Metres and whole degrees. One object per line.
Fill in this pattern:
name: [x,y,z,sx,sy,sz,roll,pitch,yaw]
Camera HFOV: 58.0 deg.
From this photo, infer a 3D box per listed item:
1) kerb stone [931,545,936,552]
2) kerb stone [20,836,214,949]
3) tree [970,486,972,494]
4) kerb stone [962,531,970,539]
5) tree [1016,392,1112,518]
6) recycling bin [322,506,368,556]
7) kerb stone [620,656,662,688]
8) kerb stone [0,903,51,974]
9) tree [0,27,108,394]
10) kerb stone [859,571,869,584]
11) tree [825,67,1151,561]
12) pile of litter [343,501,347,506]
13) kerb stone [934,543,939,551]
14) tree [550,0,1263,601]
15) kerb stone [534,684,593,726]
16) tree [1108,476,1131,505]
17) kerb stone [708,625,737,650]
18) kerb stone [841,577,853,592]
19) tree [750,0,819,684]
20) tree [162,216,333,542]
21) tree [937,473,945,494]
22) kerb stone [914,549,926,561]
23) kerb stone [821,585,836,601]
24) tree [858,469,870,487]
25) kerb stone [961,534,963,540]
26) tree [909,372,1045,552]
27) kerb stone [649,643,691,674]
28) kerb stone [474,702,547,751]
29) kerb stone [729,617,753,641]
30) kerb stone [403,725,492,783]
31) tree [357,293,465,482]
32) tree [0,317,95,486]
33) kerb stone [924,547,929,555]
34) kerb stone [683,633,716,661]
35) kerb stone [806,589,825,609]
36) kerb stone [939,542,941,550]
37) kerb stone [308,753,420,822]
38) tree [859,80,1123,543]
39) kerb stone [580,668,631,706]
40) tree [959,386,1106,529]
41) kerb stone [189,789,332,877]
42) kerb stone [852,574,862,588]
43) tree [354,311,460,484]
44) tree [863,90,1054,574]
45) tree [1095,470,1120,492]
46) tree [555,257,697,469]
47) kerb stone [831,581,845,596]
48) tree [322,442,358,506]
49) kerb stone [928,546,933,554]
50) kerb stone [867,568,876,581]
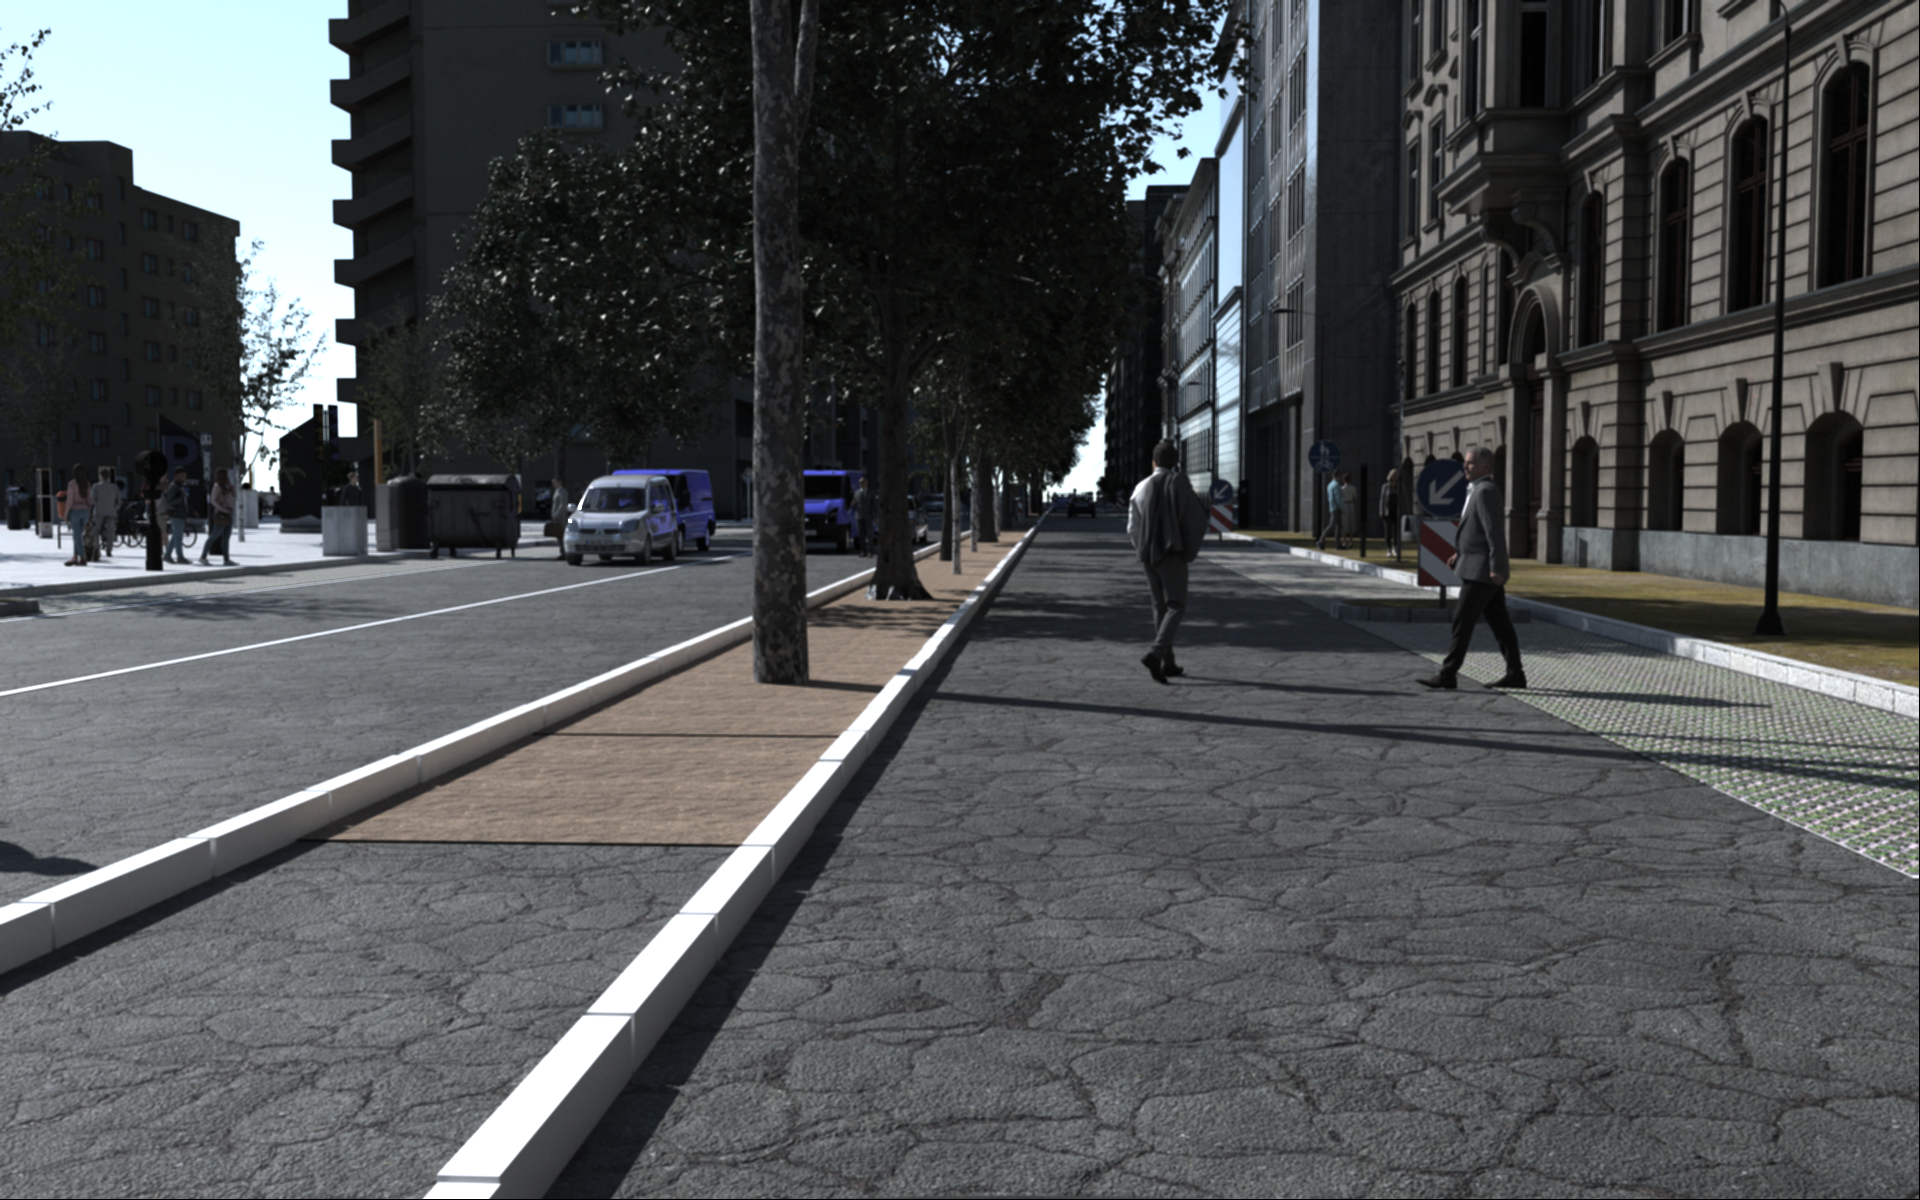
kerb stone: [-0.746,-1.196,41.755,0.120,0.150,1.000,0,4,3]
kerb stone: [-2.878,0.994,5.952,0.120,0.150,1.000,0,4,3]
tree: [2.213,-18.326,294.227,1.663,3.219,1.824,0,3,0]
kerb stone: [0.168,-2.137,57.134,0.120,0.150,1.000,0,4,3]
tree: [3.980,-11.746,104.880,12.009,13.543,11.850,0,3,0]
recycling bin: [-12.805,-1.438,36.066,0.722,1.027,0.722,0,4,1]
kerb stone: [-2.452,0.561,13.116,0.120,0.150,1.000,0,4,3]
kerb stone: [-2.936,1.056,4.931,0.120,0.150,1.000,0,4,3]
tree: [-15.001,-4.611,25.745,4.737,8.622,4.395,0,3,0]
kerb stone: [-1.598,-0.321,27.443,0.120,0.150,1.000,0,4,3]
tree: [-0.342,-6.082,36.316,8.767,10.594,7.601,0,4,3]
pile of litter: [-38.083,-5.754,108.035,1.719,0.858,1.176,3,5,44]
kerb stone: [-0.679,-1.258,42.782,0.120,0.150,1.000,0,4,3]
tree: [-0.886,-6.340,23.119,9.611,12.733,9.660,0,3,0]
kerb stone: [-2.558,0.684,11.071,0.120,0.150,1.000,0,4,3]
tree: [17.695,-11.919,189.473,1.663,3.219,1.824,0,3,0]
kerb stone: [-2.262,0.367,16.188,0.120,0.150,1.000,0,4,3]
kerb stone: [-1.721,-0.196,25.393,0.120,0.150,1.000,0,4,3]
tree: [-0.201,-9.376,11.641,12.611,20.169,13.585,0,3,0]
tree: [-19.176,-5.860,46.177,4.360,8.622,3.978,0,3,0]
tree: [-2.231,-15.272,233.416,4.285,4.588,4.351,0,3,0]
kerb stone: [-0.919,-1.007,38.690,0.120,0.150,1.000,0,4,3]
kerb stone: [-1.835,-0.070,23.343,0.120,0.150,1.000,0,4,3]
tree: [-7.987,-8.629,135.687,1.663,3.219,1.824,0,3,0]
kerb stone: [-0.075,-1.886,53.037,0.120,0.150,1.000,0,4,3]
tree: [0.313,-5.491,42.605,4.737,8.622,4.395,0,3,0]
kerb stone: [-2.385,0.493,14.141,0.120,0.150,1.000,0,4,3]
kerb stone: [-2.621,0.743,10.049,0.120,0.150,1.000,0,4,3]
kerb stone: [-2.197,0.305,17.209,0.120,0.150,1.000,0,4,3]
kerb stone: [-2.678,0.805,9.028,0.120,0.150,1.000,0,4,3]
tree: [-20.102,-6.980,64.479,4.360,8.622,3.978,0,3,0]
tree: [-37.926,-7.408,71.478,4.360,8.622,3.978,0,3,0]
kerb stone: [-0.861,-1.065,39.710,0.120,0.150,1.000,0,4,3]
kerb stone: [-2.319,0.430,15.166,0.120,0.150,1.000,0,4,3]
kerb stone: [-1.894,-0.005,22.312,0.120,0.150,1.000,0,4,3]
kerb stone: [-0.619,-1.322,43.806,0.120,0.150,1.000,0,4,3]
kerb stone: [-2.753,0.868,8.006,0.120,0.150,1.000,0,4,3]
tree: [0.787,-8.653,50.589,9.857,13.997,8.962,0,3,0]
kerb stone: [-2.498,0.620,12.094,0.120,0.150,1.000,0,4,3]
tree: [1.947,-9.091,69.217,7.486,12.596,7.792,0,3,0]
kerb stone: [-2.809,0.931,6.977,0.120,0.150,1.000,0,4,3]
kerb stone: [-1.652,-0.258,26.415,0.120,0.150,1.000,0,4,3]
tree: [-22.757,-7.358,70.665,4.737,8.622,4.395,0,3,0]
tree: [-0.058,-4.738,30.279,4.360,8.622,3.978,0,3,0]
tree: [22.433,-17.255,265.827,4.285,4.588,4.351,0,3,0]
tree: [-11.699,-7.914,63.801,8.767,10.594,7.601,-1,4,-16]
kerb stone: [-1.778,-0.133,24.363,0.120,0.150,1.000,0,4,3]
tree: [-34.059,-6.731,93.759,4.285,4.588,4.351,0,3,0]
kerb stone: [-0.798,-1.131,40.731,0.120,0.150,1.000,0,4,3]
kerb stone: [-1.535,-0.384,28.466,0.120,0.150,1.000,0,4,3]
